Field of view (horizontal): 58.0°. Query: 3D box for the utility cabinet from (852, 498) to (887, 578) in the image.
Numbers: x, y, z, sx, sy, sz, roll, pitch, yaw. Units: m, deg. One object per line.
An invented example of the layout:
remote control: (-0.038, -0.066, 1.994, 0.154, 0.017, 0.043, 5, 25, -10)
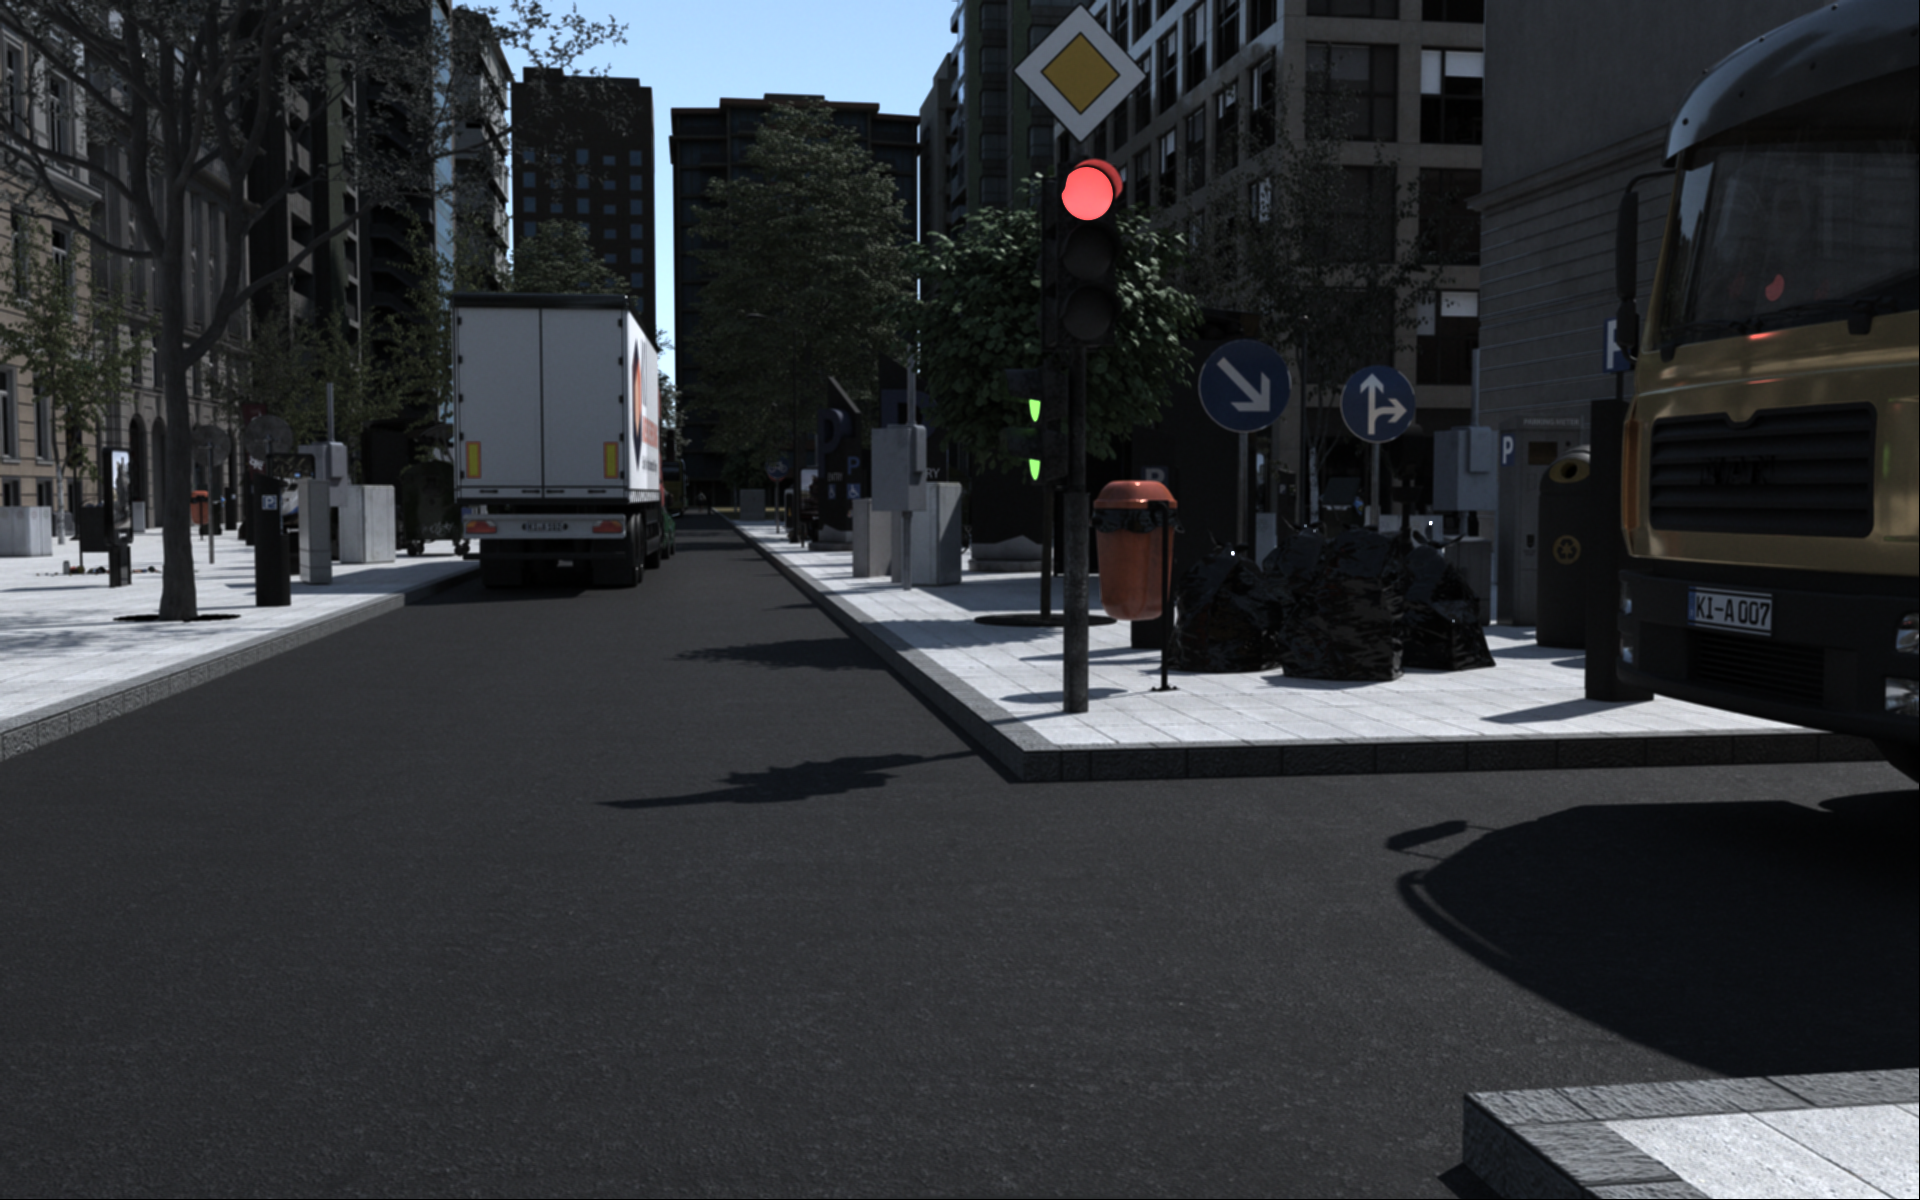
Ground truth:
utility cabinet: (-1.342, -0.969, 27.002, 0.306, 1.237, 1.020, 1, 4, 22)

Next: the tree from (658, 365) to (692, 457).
tree: (-27.512, -14.684, 146.745, 9.857, 13.997, 8.962, 0, 3, 0)

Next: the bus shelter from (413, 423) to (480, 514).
bus shelter: (-15.018, -3.571, 52.304, 2.014, 3.302, 5.546, -1, 4, -9)

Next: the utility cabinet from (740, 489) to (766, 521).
utility cabinet: (-9.853, -4.502, 82.281, 1.173, 1.500, 0.318, 0, 4, 3)

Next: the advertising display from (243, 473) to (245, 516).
advertising display: (-20.714, -2.818, 51.287, 0.974, 1.923, 0.123, 0, 4, 2)

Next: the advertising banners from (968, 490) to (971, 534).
advertising banners: (0.883, -3.653, 55.915, 2.074, 3.025, 0.090, -2, 4, -34)

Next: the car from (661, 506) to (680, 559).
car: (-7.473, -1.692, 39.462, 2.131, 1.459, 4.920, 0, 4, -7)

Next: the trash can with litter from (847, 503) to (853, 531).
trash can with litter: (-2.139, -1.596, 37.485, 0.624, 1.170, 1.055, 0, 4, -5)

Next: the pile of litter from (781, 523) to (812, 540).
pile of litter: (-4.331, -2.122, 48.654, 1.719, 0.858, 1.176, -3, 4, -36)

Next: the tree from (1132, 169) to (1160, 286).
tree: (5.547, -5.275, 36.608, 4.360, 8.622, 3.978, 0, 3, 0)

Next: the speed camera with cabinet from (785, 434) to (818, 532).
speed camera with cabinet: (-5.225, -3.883, 57.824, 0.660, 3.252, 2.038, -2, 4, -28)

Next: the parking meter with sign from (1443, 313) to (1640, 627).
parking meter with sign: (5.639, -1.262, 16.902, 1.738, 3.016, 0.543, 0, 4, -7)

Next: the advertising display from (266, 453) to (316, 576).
advertising display: (-10.534, -1.352, 27.318, 0.123, 1.923, 0.974, 1, 4, 20)

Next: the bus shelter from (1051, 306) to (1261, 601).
bus shelter: (2.393, -1.995, 23.903, 1.731, 3.624, 6.357, -1, 4, -9)

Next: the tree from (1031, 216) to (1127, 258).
tree: (2.739, -5.771, 44.714, 4.737, 8.622, 4.395, 0, 3, 0)

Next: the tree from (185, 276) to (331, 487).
tree: (-23.205, -6.557, 57.573, 4.360, 8.622, 3.978, 0, 3, 0)

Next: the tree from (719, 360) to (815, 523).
tree: (-8.407, -7.757, 77.196, 4.737, 8.622, 4.395, 0, 3, 0)

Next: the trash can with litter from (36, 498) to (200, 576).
trash can with litter: (-13.538, -1.034, 27.962, 2.233, 1.210, 1.678, -1, 4, -12)

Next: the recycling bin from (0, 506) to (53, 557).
recycling bin: (-19.172, -1.405, 35.525, 0.722, 1.027, 0.722, 1, 4, 10)

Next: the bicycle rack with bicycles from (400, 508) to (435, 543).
bicycle rack with bicycles: (-15.125, -1.987, 45.869, 2.925, 0.926, 2.852, 1, 4, 9)

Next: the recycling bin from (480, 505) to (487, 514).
recycling bin: (-17.828, -3.166, 64.312, 0.722, 1.027, 0.722, 0, 4, 3)

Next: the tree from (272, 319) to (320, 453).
tree: (-23.238, -7.101, 66.456, 4.737, 8.622, 4.395, 0, 3, 0)

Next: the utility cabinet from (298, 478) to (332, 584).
utility cabinet: (-9.276, -0.993, 24.922, 0.318, 1.500, 1.173, -2, 4, -27)

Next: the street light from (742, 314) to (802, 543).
street light: (-4.822, -4.426, 44.913, 1.470, 5.913, 1.316, -1, 4, -9)

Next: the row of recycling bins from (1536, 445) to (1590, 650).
row of recycling bins: (5.654, -0.379, 13.312, 1.069, 1.692, 3.534, -1, 4, -13)

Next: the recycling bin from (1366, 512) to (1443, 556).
recycling bin: (5.342, -0.501, 20.745, 0.722, 1.027, 0.722, 2, 4, 28)

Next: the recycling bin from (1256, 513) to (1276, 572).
recycling bin: (3.803, -0.659, 23.322, 0.722, 1.027, 0.722, 0, 4, -6)

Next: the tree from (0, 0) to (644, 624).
tree: (-7.855, -6.543, 17.346, 12.009, 13.543, 11.850, 0, 3, 0)

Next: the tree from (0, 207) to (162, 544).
tree: (-22.658, -5.722, 43.923, 4.737, 8.622, 4.395, 0, 3, 0)

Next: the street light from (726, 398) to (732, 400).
street light: (-10.870, -6.804, 83.789, 1.470, 5.913, 1.316, -1, 4, -9)

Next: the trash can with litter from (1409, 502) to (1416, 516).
trash can with litter: (13.420, -2.434, 50.848, 1.678, 1.210, 2.233, 2, 4, 25)

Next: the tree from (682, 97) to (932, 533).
tree: (-4.246, -8.080, 50.227, 7.486, 12.596, 7.792, 0, 3, 0)

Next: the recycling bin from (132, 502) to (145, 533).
recycling bin: (-27.487, -2.749, 57.506, 0.722, 1.027, 0.722, -2, 4, -29)

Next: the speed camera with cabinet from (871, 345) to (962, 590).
speed camera with cabinet: (-0.585, -1.805, 23.854, 0.660, 3.252, 2.038, 1, 4, 20)

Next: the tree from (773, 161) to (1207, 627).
tree: (0.785, -2.051, 17.241, 4.285, 4.588, 4.351, 0, 3, 0)

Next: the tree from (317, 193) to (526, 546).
tree: (-12.512, -5.668, 43.036, 4.737, 8.622, 4.395, 0, 3, 0)

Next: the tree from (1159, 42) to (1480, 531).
tree: (6.045, -4.792, 28.716, 4.360, 8.622, 3.978, 0, 3, 0)

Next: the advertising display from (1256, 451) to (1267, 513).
advertising display: (4.147, -1.256, 25.745, 0.974, 1.923, 0.123, -2, 4, -32)

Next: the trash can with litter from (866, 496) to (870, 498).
trash can with litter: (-2.799, -2.583, 53.296, 1.678, 1.210, 2.233, -2, 4, -28)

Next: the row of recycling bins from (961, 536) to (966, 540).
row of recycling bins: (-1.141, -2.591, 49.468, 1.069, 1.692, 3.534, -3, 5, -41)

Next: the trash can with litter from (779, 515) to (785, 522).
trash can with litter: (-7.949, -4.232, 80.585, 1.055, 1.170, 0.624, 1, 4, 13)

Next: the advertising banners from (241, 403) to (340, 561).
advertising banners: (-12.801, -2.270, 33.302, 2.074, 3.025, 0.090, 0, 4, 7)

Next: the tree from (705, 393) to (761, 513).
tree: (-15.228, -10.211, 117.314, 4.360, 8.622, 3.978, 0, 3, 0)

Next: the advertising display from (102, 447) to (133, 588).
advertising display: (-11.693, -1.153, 24.068, 0.123, 1.923, 0.974, -1, 4, -11)

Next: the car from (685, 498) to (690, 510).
car: (-25.565, -8.873, 156.865, 2.131, 1.459, 4.920, -1, 4, -9)

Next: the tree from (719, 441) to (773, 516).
tree: (-12.062, -7.295, 102.994, 4.285, 4.588, 4.351, 0, 3, 0)

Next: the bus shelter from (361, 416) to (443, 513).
bus shelter: (-17.477, -3.883, 54.763, 1.731, 3.624, 6.357, -1, 4, -9)

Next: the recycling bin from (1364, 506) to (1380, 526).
recycling bin: (8.735, -1.551, 37.920, 0.722, 1.027, 0.722, 0, 4, -6)

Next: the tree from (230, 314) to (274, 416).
tree: (-27.613, -7.390, 71.181, 4.737, 8.622, 4.395, 0, 3, 0)

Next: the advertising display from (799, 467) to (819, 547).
advertising display: (-3.379, -2.229, 41.663, 0.974, 1.923, 0.123, 1, 4, 10)

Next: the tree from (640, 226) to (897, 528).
tree: (-6.024, -8.553, 65.589, 9.928, 11.665, 9.643, 0, 3, 0)

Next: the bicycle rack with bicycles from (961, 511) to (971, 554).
bicycle rack with bicycles: (0.910, -1.477, 37.531, 2.852, 0.926, 2.925, -2, 4, -31)

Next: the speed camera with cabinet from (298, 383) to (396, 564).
speed camera with cabinet: (-11.163, -2.277, 31.567, 0.660, 3.252, 2.038, 1, 4, 18)

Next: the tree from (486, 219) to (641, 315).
tree: (-16.883, -9.426, 72.247, 7.486, 12.596, 7.792, 0, 3, 0)

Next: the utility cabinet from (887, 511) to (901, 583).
utility cabinet: (-0.524, -0.870, 25.380, 1.020, 1.237, 0.306, -3, 4, -37)

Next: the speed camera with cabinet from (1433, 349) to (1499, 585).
speed camera with cabinet: (7.593, -1.822, 24.134, 2.038, 3.252, 0.660, -1, 4, -23)
